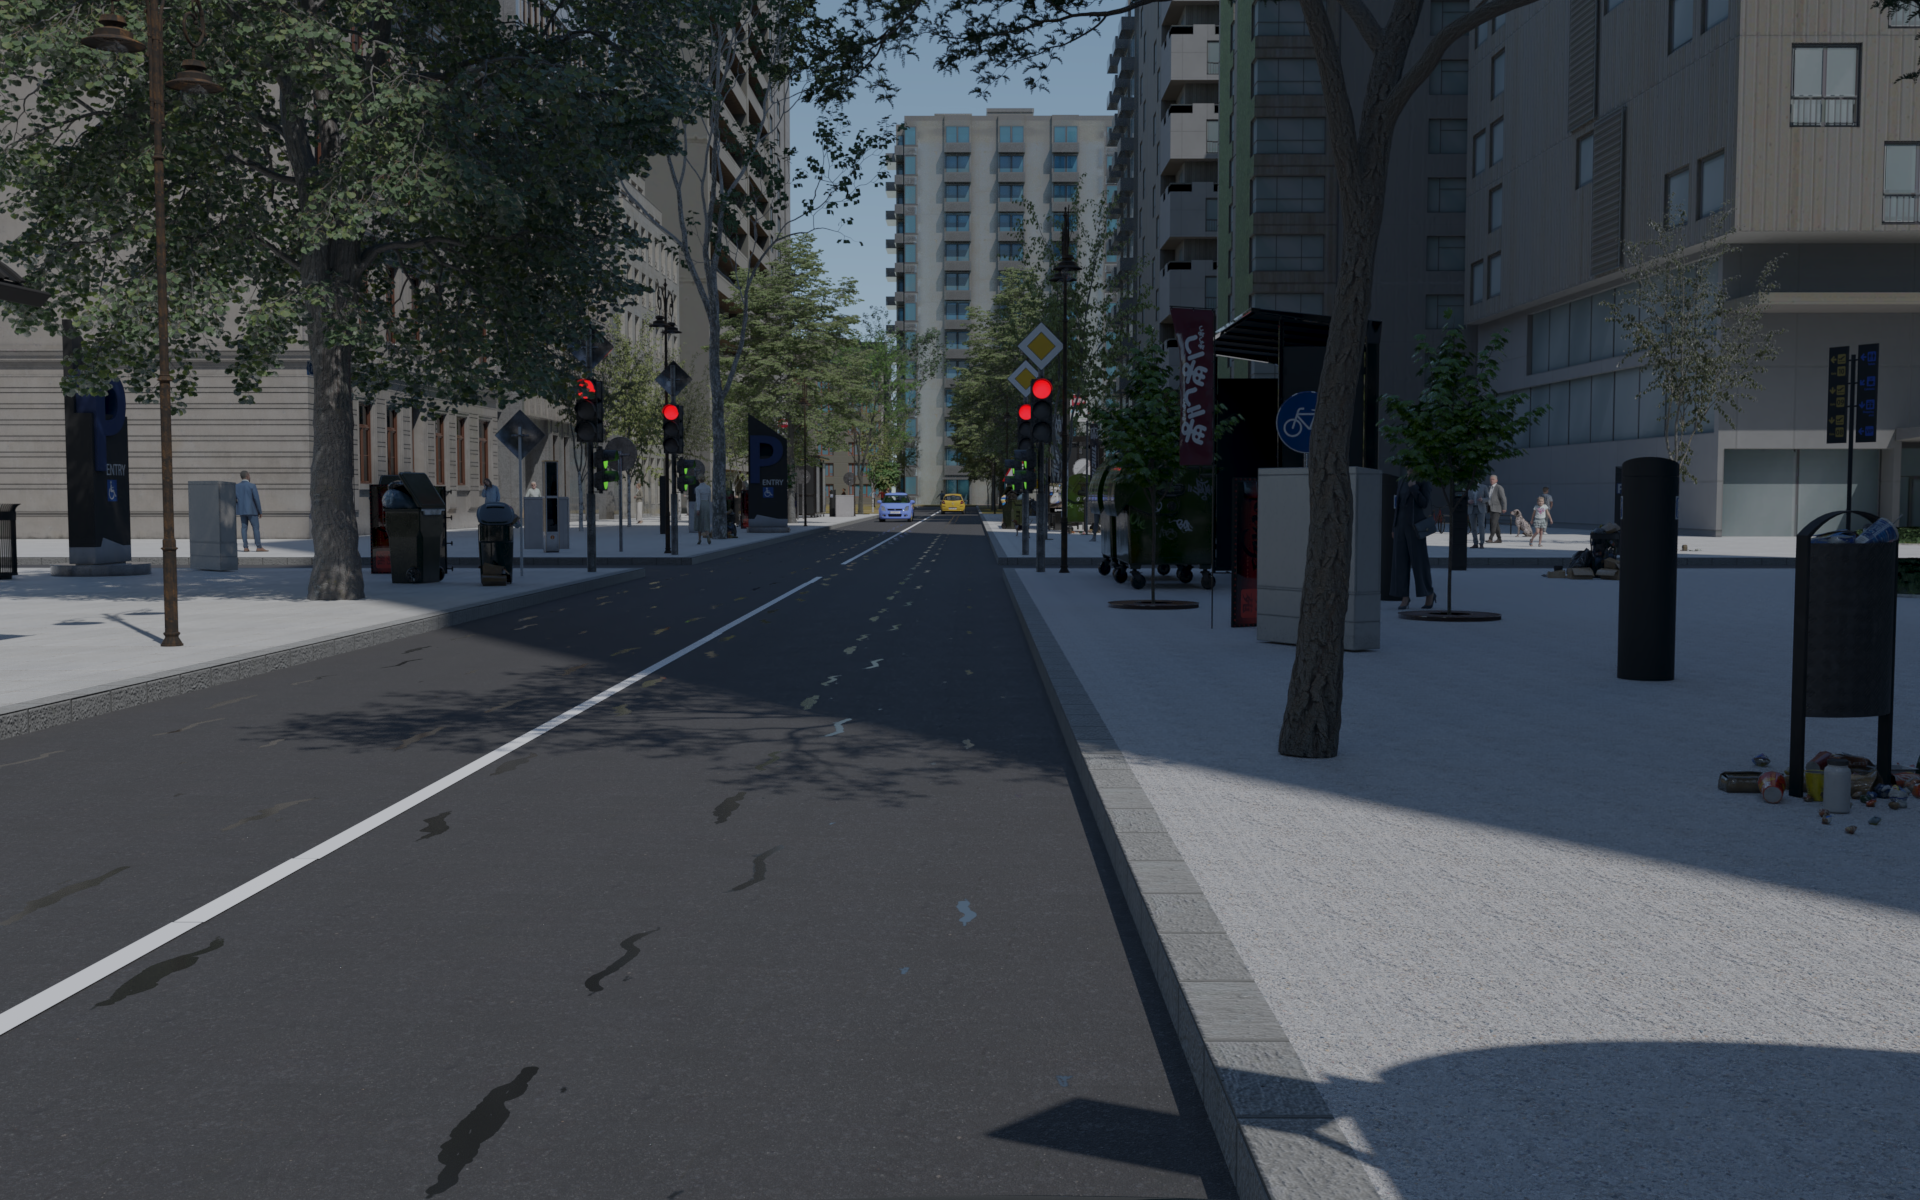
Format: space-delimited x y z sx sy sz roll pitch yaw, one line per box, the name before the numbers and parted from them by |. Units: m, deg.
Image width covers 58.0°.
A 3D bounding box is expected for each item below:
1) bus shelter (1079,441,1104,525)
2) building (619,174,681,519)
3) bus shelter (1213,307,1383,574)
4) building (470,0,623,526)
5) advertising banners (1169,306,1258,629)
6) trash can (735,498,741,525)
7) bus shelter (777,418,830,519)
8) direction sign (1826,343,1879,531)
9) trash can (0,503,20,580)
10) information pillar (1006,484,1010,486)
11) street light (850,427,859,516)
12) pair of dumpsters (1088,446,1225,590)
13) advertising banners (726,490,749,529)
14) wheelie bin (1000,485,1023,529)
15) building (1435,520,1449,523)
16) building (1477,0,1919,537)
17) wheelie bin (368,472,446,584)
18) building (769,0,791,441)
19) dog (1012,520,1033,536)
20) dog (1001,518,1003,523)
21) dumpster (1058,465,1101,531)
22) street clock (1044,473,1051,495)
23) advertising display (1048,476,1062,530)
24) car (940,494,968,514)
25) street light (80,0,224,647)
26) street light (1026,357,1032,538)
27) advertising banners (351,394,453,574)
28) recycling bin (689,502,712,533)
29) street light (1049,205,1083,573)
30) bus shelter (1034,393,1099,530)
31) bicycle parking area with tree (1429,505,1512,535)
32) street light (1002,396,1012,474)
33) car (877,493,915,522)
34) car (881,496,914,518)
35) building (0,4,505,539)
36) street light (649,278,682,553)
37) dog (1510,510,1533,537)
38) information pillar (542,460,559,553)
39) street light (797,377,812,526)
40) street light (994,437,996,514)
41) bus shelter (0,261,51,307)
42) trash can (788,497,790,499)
bus shelter | 5.209 -5.103 74.710 1.731 3.624 6.357 0 4 0
building | -22.356 -14.838 97.347 10.420 20.320 16.860 0 4 0
bus shelter | 4.550 -2.057 24.919 1.731 3.624 6.357 0 4 1
building | -23.453 -15.944 78.710 12.078 24.808 19.932 0 4 0
advertising banners | 2.848 -1.253 16.669 2.074 3.025 0.090 -2 4 -29
trash can | -9.102 -3.694 72.043 0.748 1.137 0.748 0 3 0
bus shelter | -8.539 -7.122 94.069 2.179 5.291 8.768 0 4 1
direction sign | 13.598 -2.107 26.451 0.379 3.537 0.876 -1 4 -21
trash can | -14.505 -0.878 26.002 0.748 1.137 0.748 0 3 0
information pillar | 2.280 -4.572 79.239 0.304 2.012 0.304 1 4 16
street light | -6.050 -7.734 99.240 0.468 5.910 1.993 0 4 0
pair of dumpsters | 2.807 -1.388 25.194 1.574 2.255 4.437 0 4 0
advertising banners | -7.917 -4.141 63.901 2.074 3.025 0.090 -3 5 -41
wheelie bin | 1.954 -3.386 63.265 0.980 1.594 0.693 -3 5 -43
building | 19.827 -24.350 81.710 14.154 41.232 14.086 0 4 0
building | 34.778 -28.844 60.836 27.495 52.752 28.713 0 4 0
wheelie bin | -7.913 -1.048 25.036 0.693 1.594 0.980 1 4 17
building | -27.333 -44.456 165.099 20.611 71.187 20.563 0 4 0
dog | 1.898 -2.203 52.855 0.540 0.507 0.406 -3 4 -38
dog | 1.962 -3.804 76.569 0.800 0.831 0.513 -1 4 -10
dumpster | 4.132 -3.454 58.970 1.502 2.255 1.985 0 4 0
street clock | 2.925 -3.392 60.026 0.471 2.002 0.358 0 4 2
advertising display | 3.459 -3.437 61.408 0.974 1.923 0.123 -3 5 -43
car | -0.468 -6.895 122.962 2.015 1.641 3.980 0 4 1
street light | -6.653 -2.548 14.445 0.468 5.910 1.993 0 4 0
street light | 1.955 -4.738 50.250 0.468 5.910 1.993 0 4 0
advertising banners | -9.201 -1.932 27.772 2.074 3.025 0.090 0 4 0
recycling bin | -8.607 -2.759 57.667 0.722 1.027 0.722 0 4 4
street light | 1.697 -3.379 28.037 0.468 5.910 1.993 0 4 0
bus shelter | 4.001 -5.445 66.656 2.179 5.291 8.768 0 4 0
bicycle parking area with tree | 14.028 -4.329 57.782 8.231 4.147 9.016 1 4 15
street light | 2.184 -6.583 80.420 0.468 5.910 1.993 0 4 0
car | -3.290 -4.880 89.372 1.945 1.707 3.694 0 3 0
car | -3.642 -5.426 100.512 2.131 1.459 4.920 0 4 2
building | -23.375 -13.585 58.273 11.583 22.565 21.152 0 4 0
street light | -6.318 -3.945 37.296 0.468 5.910 1.993 0 4 0
dog | 16.883 -2.281 51.680 0.513 0.831 0.800 -2 4 -28
information pillar | -8.972 -2.047 37.960 0.304 2.012 0.304 -2 4 -25
street light | -6.139 -5.862 68.624 0.468 5.910 1.993 0 4 0
street light | 2.231 -8.434 110.682 0.468 5.910 1.993 0 4 0
bus shelter | -8.216 -1.045 11.006 2.014 3.302 5.546 0 4 1
trash can | -7.493 -3.719 72.459 0.748 1.137 0.748 0 3 0
